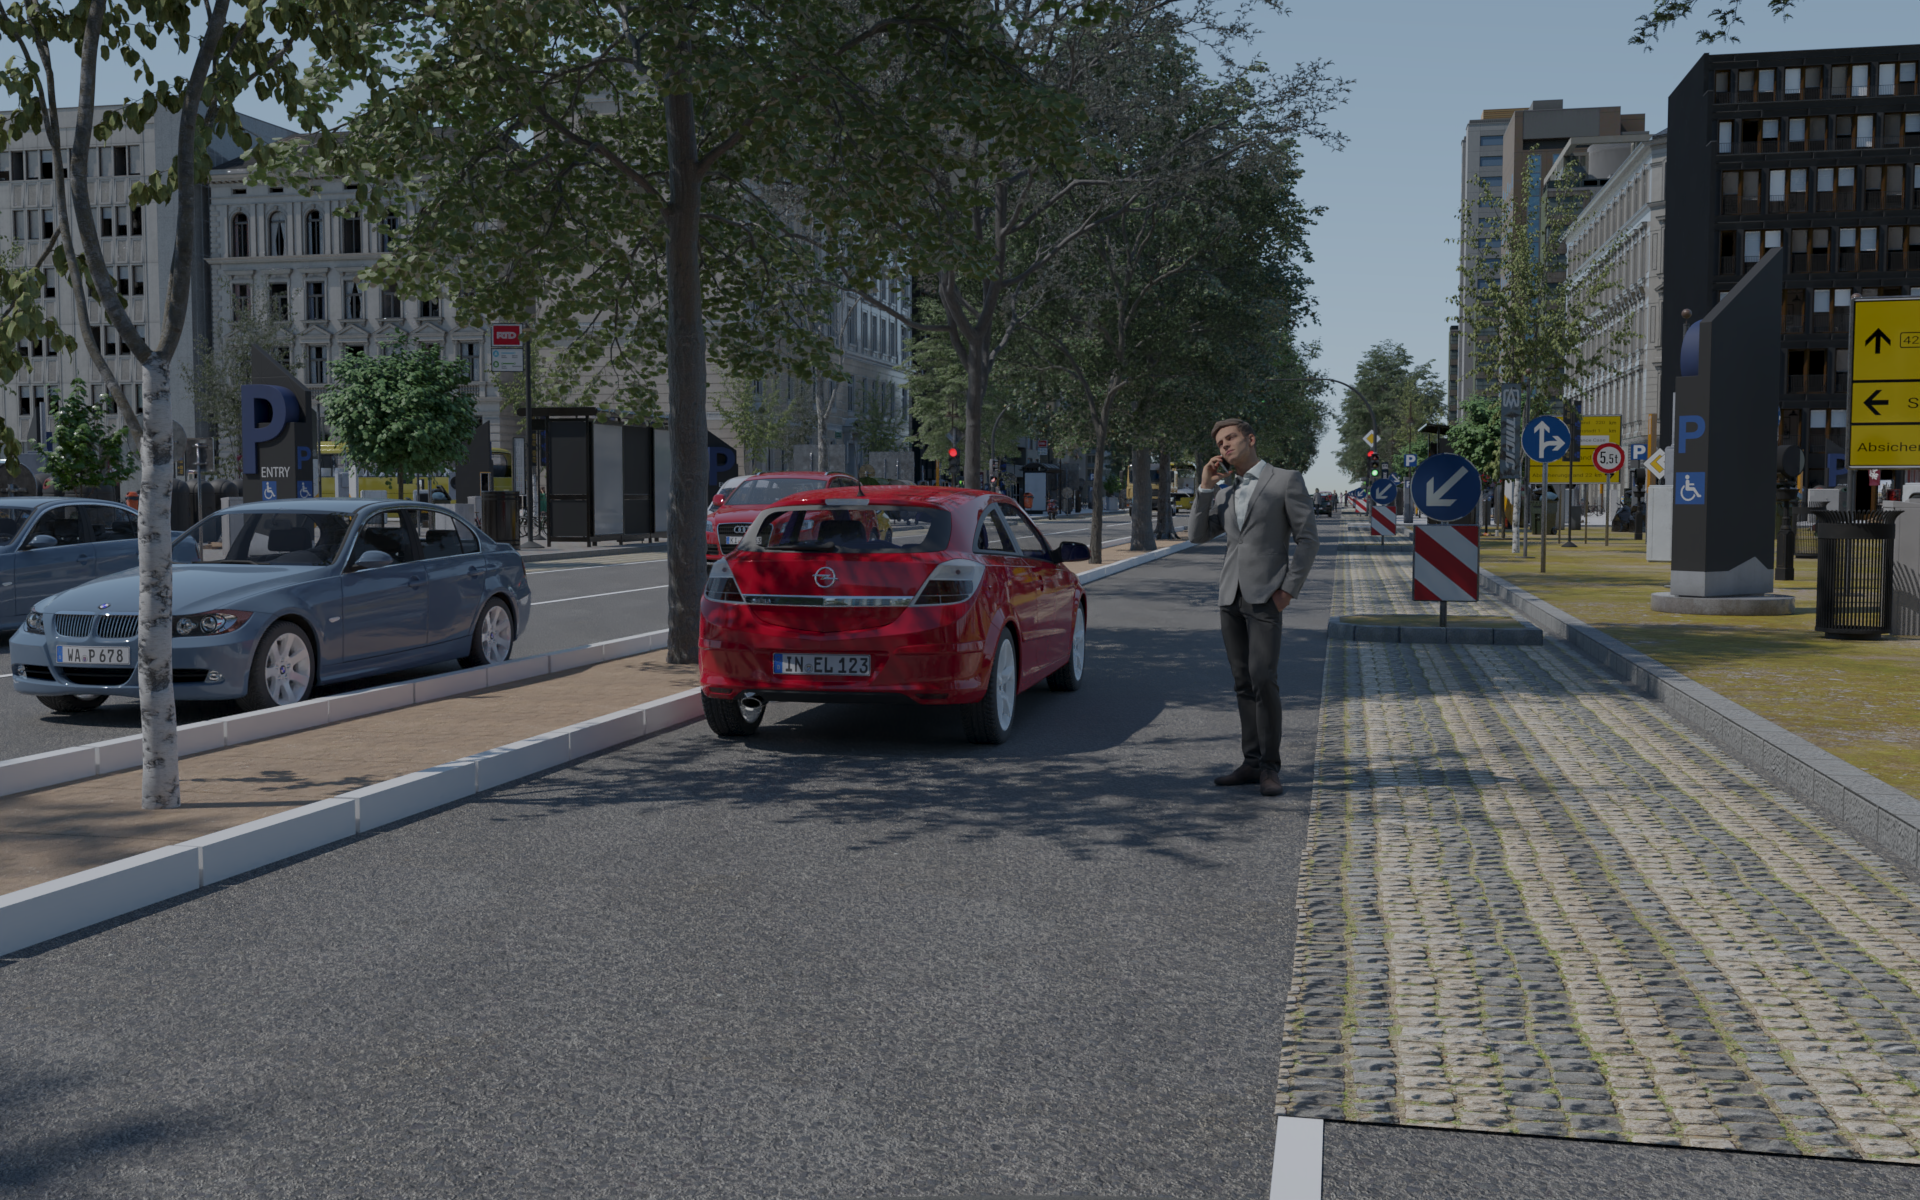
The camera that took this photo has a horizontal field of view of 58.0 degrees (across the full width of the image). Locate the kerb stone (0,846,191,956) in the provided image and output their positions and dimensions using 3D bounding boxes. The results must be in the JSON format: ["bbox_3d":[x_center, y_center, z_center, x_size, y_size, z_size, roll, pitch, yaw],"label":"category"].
[{"bbox_3d":[-2.935,1.001,5.824,0.120,0.150,1.000,1,4,12],"label":"kerb stone"}]

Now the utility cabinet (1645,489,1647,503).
[{"bbox_3d":[29.181,-3.923,72.816,1.173,1.500,0.318,-1,4,-22],"label":"utility cabinet"}]

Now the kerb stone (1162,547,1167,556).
[{"bbox_3d":[4.599,-1.077,39.830,0.120,0.150,1.000,1,4,12],"label":"kerb stone"}]

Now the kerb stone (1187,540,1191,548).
[{"bbox_3d":[5.932,-1.445,45.849,0.120,0.150,1.000,1,4,12],"label":"kerb stone"}]

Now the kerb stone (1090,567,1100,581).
[{"bbox_3d":[2.161,-0.406,28.834,0.120,0.150,1.000,1,4,12],"label":"kerb stone"}]

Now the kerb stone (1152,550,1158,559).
[{"bbox_3d":[4.149,-0.957,37.835,0.120,0.150,1.000,1,4,12],"label":"kerb stone"}]

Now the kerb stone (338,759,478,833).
[{"bbox_3d":[-2.487,0.879,7.819,0.120,0.150,1.000,1,4,12],"label":"kerb stone"}]

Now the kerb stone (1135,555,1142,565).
[{"bbox_3d":[3.491,-0.773,34.840,0.120,0.150,1.000,1,4,12],"label":"kerb stone"}]

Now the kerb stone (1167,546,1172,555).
[{"bbox_3d":[4.827,-1.138,40.840,0.120,0.150,1.000,1,4,12],"label":"kerb stone"}]

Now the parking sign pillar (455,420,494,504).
[{"bbox_3d":[-17.823,-4.594,63.581,1.447,3.967,1.447,0,4,6],"label":"parking sign pillar"}]

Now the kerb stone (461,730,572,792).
[{"bbox_3d":[-2.266,0.818,8.826,0.120,0.150,1.000,1,4,12],"label":"kerb stone"}]

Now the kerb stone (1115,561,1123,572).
[{"bbox_3d":[2.828,-0.585,31.841,0.120,0.150,1.000,1,4,12],"label":"kerb stone"}]

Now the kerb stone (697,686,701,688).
[{"bbox_3d":[-1.608,0.634,11.823,0.120,0.150,1.000,1,4,12],"label":"kerb stone"}]

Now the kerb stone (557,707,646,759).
[{"bbox_3d":[-2.049,0.757,9.825,0.120,0.150,1.000,1,4,12],"label":"kerb stone"}]

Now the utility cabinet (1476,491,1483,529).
[{"bbox_3d":[18.902,-3.347,63.404,0.318,1.500,1.173,1,4,22],"label":"utility cabinet"}]

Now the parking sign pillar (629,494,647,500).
[{"bbox_3d":[-9.683,-4.015,54.119,1.447,3.967,1.447,1,4,20],"label":"parking sign pillar"}]

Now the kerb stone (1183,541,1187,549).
[{"bbox_3d":[5.711,-1.385,44.844,0.120,0.150,1.000,1,4,12],"label":"kerb stone"}]

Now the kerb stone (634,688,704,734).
[{"bbox_3d":[-1.826,0.696,10.824,0.120,0.150,1.000,1,4,12],"label":"kerb stone"}]

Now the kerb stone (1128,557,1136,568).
[{"bbox_3d":[3.263,-0.712,33.843,0.120,0.150,1.000,1,4,12],"label":"kerb stone"}]

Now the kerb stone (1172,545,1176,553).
[{"bbox_3d":[5.044,-1.196,41.844,0.120,0.150,1.000,1,4,12],"label":"kerb stone"}]

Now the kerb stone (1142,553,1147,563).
[{"bbox_3d":[3.712,-0.833,35.838,0.120,0.150,1.000,1,4,12],"label":"kerb stone"}]

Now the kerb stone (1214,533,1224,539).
[{"bbox_3d":[8.811,-2.244,58.883,0.120,0.150,1.000,1,4,12],"label":"kerb stone"}]

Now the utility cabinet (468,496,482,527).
[{"bbox_3d":[-14.888,-2.604,53.742,0.306,1.237,1.020,1,4,14],"label":"utility cabinet"}]

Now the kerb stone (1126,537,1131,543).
[{"bbox_3d":[4.777,-1.719,50.319,0.120,0.150,1.000,1,4,12],"label":"kerb stone"}]

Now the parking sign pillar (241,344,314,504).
[{"bbox_3d":[-12.126,-2.586,30.758,1.447,3.967,1.447,2,4,26],"label":"parking sign pillar"}]

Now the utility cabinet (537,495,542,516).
[{"bbox_3d":[-22.270,-4.989,92.728,1.020,1.237,0.306,-1,4,-18],"label":"utility cabinet"}]

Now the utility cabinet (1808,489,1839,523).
[{"bbox_3d":[37.747,-4.101,75.735,1.173,1.500,0.318,1,4,13],"label":"utility cabinet"}]

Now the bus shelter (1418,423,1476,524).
[{"bbox_3d":[16.966,-4.224,60.340,1.731,3.624,6.357,1,4,12],"label":"bus shelter"}]

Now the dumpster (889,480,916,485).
[{"bbox_3d":[-2.468,-4.044,71.874,1.264,1.857,1.865,1,4,12],"label":"dumpster"}]

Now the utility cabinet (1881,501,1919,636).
[{"bbox_3d":[8.803,-0.305,16.145,0.306,1.237,1.020,2,4,23],"label":"utility cabinet"}]

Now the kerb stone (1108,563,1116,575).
[{"bbox_3d":[2.606,-0.529,30.837,0.120,0.150,1.000,1,4,12],"label":"kerb stone"}]

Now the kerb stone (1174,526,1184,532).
[{"bbox_3d":[8.536,-2.761,67.331,0.120,0.150,1.000,1,4,12],"label":"kerb stone"}]

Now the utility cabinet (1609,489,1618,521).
[{"bbox_3d":[30.934,-4.484,81.985,0.318,1.500,1.173,1,4,16],"label":"utility cabinet"}]

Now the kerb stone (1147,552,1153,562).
[{"bbox_3d":[3.939,-0.895,36.834,0.120,0.150,1.000,1,4,12],"label":"kerb stone"}]

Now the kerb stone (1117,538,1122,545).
[{"bbox_3d":[4.326,-1.596,48.313,0.120,0.150,1.000,1,4,12],"label":"kerb stone"}]

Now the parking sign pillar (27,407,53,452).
[{"bbox_3d":[-28.779,-4.019,54.186,1.447,3.967,1.447,-3,5,-40],"label":"parking sign pillar"}]

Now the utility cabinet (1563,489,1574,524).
[{"bbox_3d":[25.637,-4.001,74.088,1.173,1.500,0.318,-1,4,-11],"label":"utility cabinet"}]

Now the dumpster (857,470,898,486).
[{"bbox_3d":[-3.600,-4.134,70.089,1.502,2.255,1.985,1,4,12],"label":"dumpster"}]

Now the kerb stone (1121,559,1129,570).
[{"bbox_3d":[3.043,-0.651,32.844,0.120,0.150,1.000,1,4,12],"label":"kerb stone"}]

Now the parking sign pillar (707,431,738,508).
[{"bbox_3d":[-9.858,-5.092,71.732,1.447,3.967,1.447,-1,4,-21],"label":"parking sign pillar"}]

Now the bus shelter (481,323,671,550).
[{"bbox_3d":[-9.379,-4.009,43.175,2.179,5.291,8.768,1,4,12],"label":"bus shelter"}]

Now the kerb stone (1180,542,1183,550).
[{"bbox_3d":[5.478,-1.324,43.843,0.120,0.150,1.000,1,4,12],"label":"kerb stone"}]

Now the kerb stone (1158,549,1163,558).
[{"bbox_3d":[4.382,-1.015,38.831,0.120,0.150,1.000,1,4,12],"label":"kerb stone"}]

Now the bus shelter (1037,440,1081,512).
[{"bbox_3d":[7.359,-9.344,130.413,2.179,5.291,8.768,1,4,13],"label":"bus shelter"}]

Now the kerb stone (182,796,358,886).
[{"bbox_3d":[-2.714,0.944,6.823,0.120,0.150,1.000,1,4,12],"label":"kerb stone"}]

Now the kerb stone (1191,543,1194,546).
[{"bbox_3d":[6.146,-1.506,46.849,0.120,0.150,1.000,1,4,12],"label":"kerb stone"}]

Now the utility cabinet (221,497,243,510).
[{"bbox_3d":[-15.074,-1.557,36.616,0.306,1.237,1.020,2,4,33],"label":"utility cabinet"}]

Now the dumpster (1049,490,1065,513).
[{"bbox_3d":[6.906,-7.020,120.539,1.264,1.857,1.865,1,4,12],"label":"dumpster"}]

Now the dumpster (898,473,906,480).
[{"bbox_3d":[-3.135,-4.774,80.546,1.502,2.255,1.985,1,4,13],"label":"dumpster"}]

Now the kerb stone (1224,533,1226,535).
[{"bbox_3d":[9.044,-2.305,59.879,0.120,0.150,1.000,1,4,12],"label":"kerb stone"}]

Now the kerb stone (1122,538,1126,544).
[{"bbox_3d":[4.545,-1.659,49.315,0.120,0.150,1.000,1,4,12],"label":"kerb stone"}]

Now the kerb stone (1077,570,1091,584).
[{"bbox_3d":[1.937,-0.344,27.833,0.120,0.150,1.000,1,4,12],"label":"kerb stone"}]

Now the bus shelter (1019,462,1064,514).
[{"bbox_3d":[5.272,-7.217,111.924,2.014,3.302,5.546,1,4,13],"label":"bus shelter"}]

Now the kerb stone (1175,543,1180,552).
[{"bbox_3d":[5.266,-1.260,42.843,0.120,0.150,1.000,1,4,12],"label":"kerb stone"}]

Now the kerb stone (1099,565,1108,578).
[{"bbox_3d":[2.377,-0.467,29.833,0.120,0.150,1.000,1,4,12],"label":"kerb stone"}]
